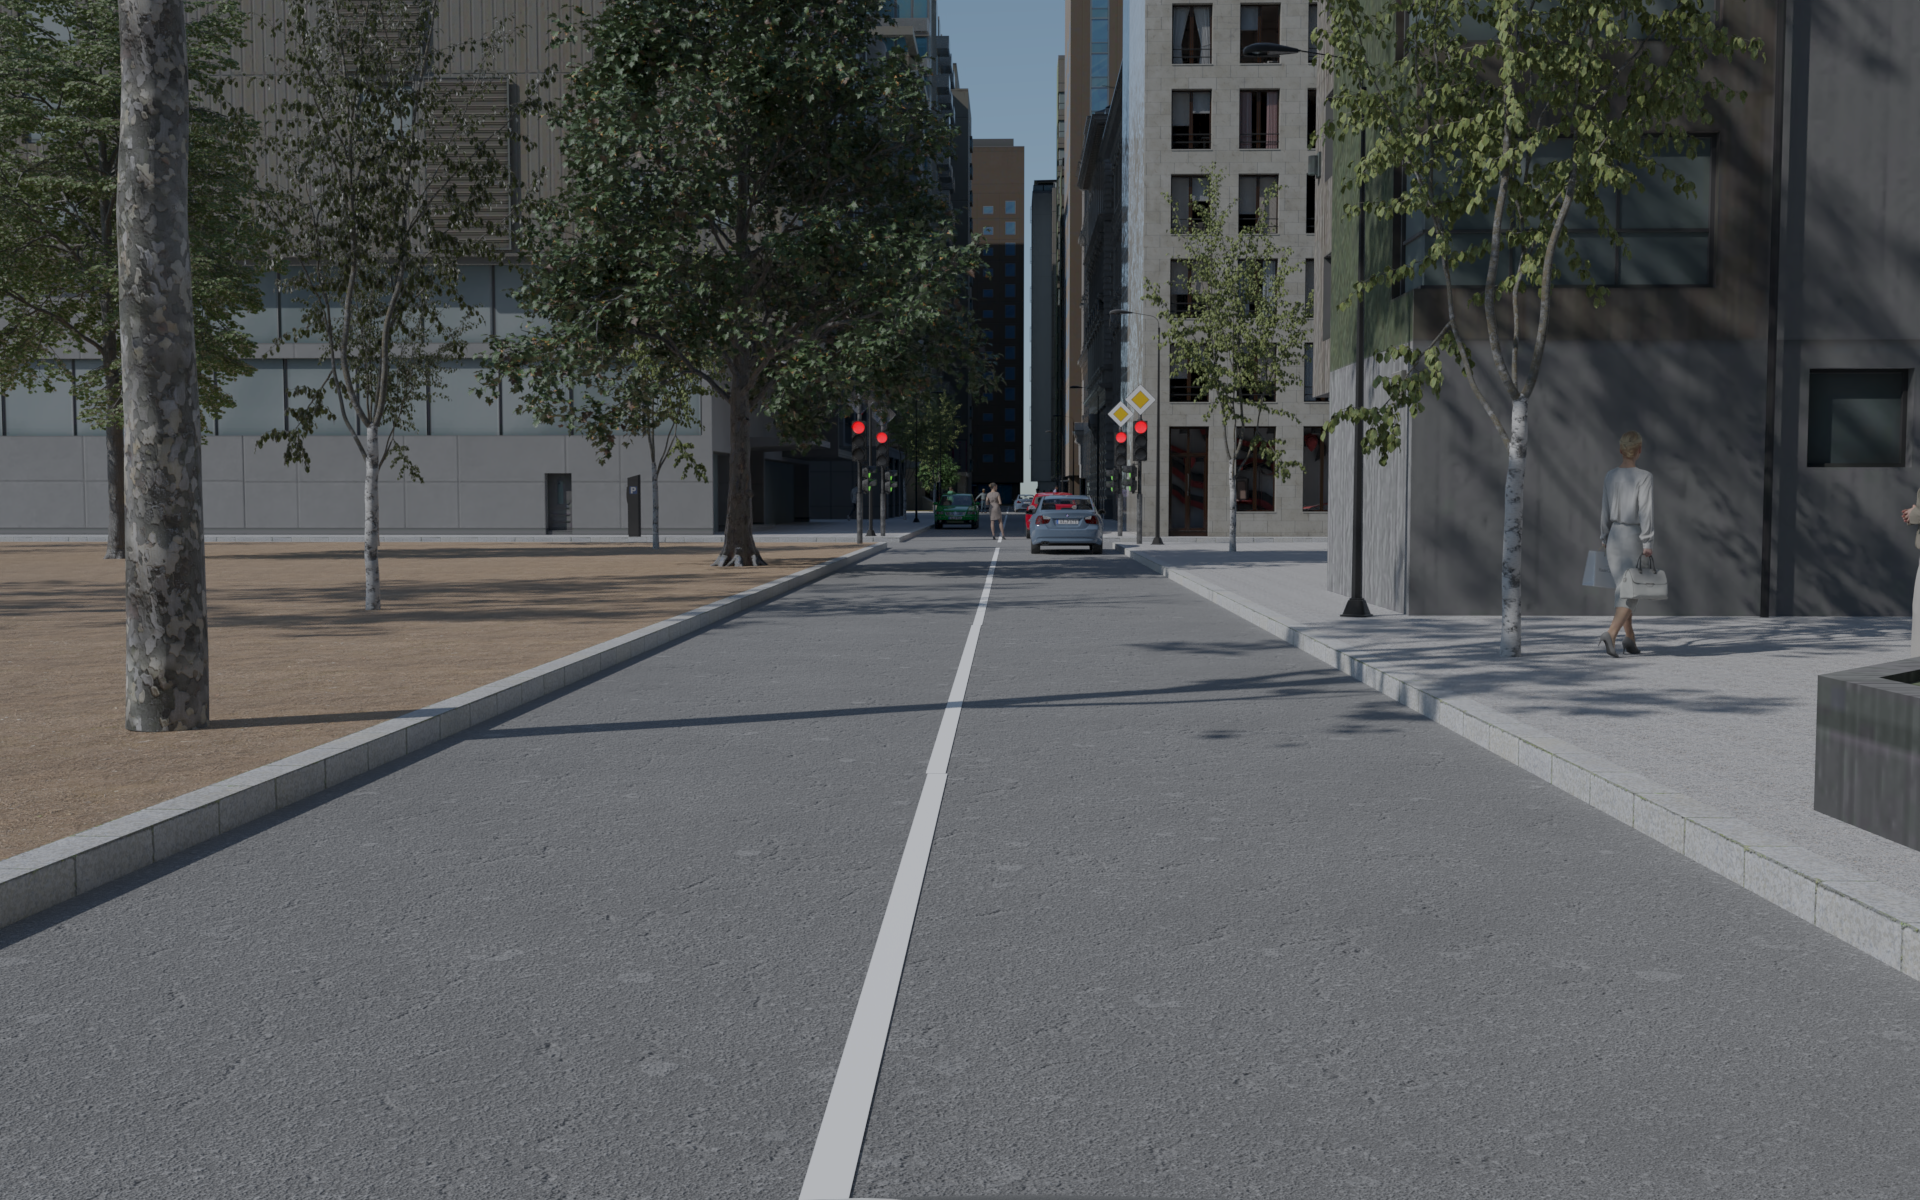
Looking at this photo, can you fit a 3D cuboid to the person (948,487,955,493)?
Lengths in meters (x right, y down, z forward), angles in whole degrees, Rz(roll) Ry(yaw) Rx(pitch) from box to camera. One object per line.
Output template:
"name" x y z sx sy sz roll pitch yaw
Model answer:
"person" -0.662 -7.211 124.196 0.600 1.795 0.529 1 4 12

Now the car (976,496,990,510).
"car" 2.102 -7.803 140.167 1.945 1.354 3.894 0 4 3

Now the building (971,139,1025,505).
"building" 0.915 -34.721 217.806 14.200 45.320 14.600 0 4 2

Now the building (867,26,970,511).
"building" -15.450 -27.416 140.125 32.217 40.220 23.993 0 4 2

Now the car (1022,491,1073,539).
"car" 3.095 -2.938 57.081 2.155 1.783 4.494 0 4 4

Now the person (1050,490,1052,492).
"person" 8.526 -9.526 162.723 0.436 1.711 0.756 -2 4 -32

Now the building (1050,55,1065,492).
"building" 16.133 -29.445 165.025 14.154 41.232 14.086 0 4 2

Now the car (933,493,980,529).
"car" -0.123 -3.867 72.017 1.959 1.807 4.718 0 4 2

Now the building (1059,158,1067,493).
"building" 15.654 -23.213 151.238 14.160 30.474 14.107 0 4 2

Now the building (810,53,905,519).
"building" -13.576 -40.248 96.313 20.563 71.187 20.611 0 4 2

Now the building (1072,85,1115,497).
"building" 14.752 -20.227 116.620 13.634 28.700 20.117 0 4 2

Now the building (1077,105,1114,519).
"building" 12.359 -16.343 96.090 11.050 23.489 19.941 0 4 2

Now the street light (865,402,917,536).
"street light" -2.168 -4.889 52.482 1.470 5.913 1.316 0 4 2

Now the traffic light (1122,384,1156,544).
"traffic light" 4.592 -3.393 44.402 0.839 4.253 0.868 0 4 2

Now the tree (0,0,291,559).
"tree" -17.063 -7.106 34.306 7.486 12.596 7.792 0 3 0

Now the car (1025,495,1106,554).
"car" 2.610 -1.878 42.714 2.014 1.417 4.499 0 4 3

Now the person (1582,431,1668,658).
"person" 5.236 -0.447 13.698 0.624 1.780 0.694 -1 4 -18

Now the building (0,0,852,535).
"building" -18.416 -29.099 65.014 28.713 52.752 27.495 0 4 2

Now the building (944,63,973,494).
"building" -9.472 -34.811 192.856 21.600 48.544 21.300 0 4 2

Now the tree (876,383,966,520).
"tree" -2.550 -8.200 84.427 4.737 8.622 4.395 0 3 0

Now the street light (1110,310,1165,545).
"street light" 4.467 -4.356 43.754 1.470 5.913 1.316 0 4 2

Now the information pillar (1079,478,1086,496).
"information pillar" 5.527 -4.491 77.926 0.304 2.012 0.304 0 4 1

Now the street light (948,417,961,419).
"street light" -0.623 -8.031 103.854 1.470 5.913 1.316 0 4 2

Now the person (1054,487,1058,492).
"person" 7.272 -7.549 129.339 0.599 1.838 0.709 0 4 -2

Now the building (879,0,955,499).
"building" -11.848 -33.481 167.022 23.786 49.044 30.456 0 4 2

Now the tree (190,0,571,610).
"tree" -6.490 -4.210 19.202 4.360 8.622 3.978 0 3 0

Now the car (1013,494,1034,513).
"car" 5.126 -7.540 135.275 2.014 1.417 4.499 0 3 0

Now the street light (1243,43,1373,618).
"street light" 3.617 -2.780 18.000 1.470 5.913 1.316 0 4 2

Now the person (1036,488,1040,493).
"person" 4.672 -5.714 102.271 0.721 1.781 0.623 -3 4 -36

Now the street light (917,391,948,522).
"street light" -1.434 -6.460 78.169 1.470 5.913 1.316 0 4 2

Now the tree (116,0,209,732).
"tree" -5.554 -9.413 9.787 12.611 20.169 13.585 0 3 0

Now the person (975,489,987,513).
"person" 1.796 -7.472 130.746 1.350 1.814 0.705 -1 4 -12

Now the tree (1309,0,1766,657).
"tree" 4.441 -3.872 13.663 4.737 8.622 4.395 0 3 0

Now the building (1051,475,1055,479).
"building" 22.044 -34.714 187.187 23.786 49.044 30.456 0 4 2

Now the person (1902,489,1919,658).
"person" 6.206 -0.273 11.051 0.362 1.759 0.519 2 4 30

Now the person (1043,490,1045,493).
"person" 9.685 -11.775 199.277 1.217 1.736 0.721 0 4 -5

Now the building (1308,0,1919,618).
"building" 11.958 -15.430 23.977 14.160 30.474 14.107 0 4 2

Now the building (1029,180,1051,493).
"building" 15.893 -32.692 218.107 14.086 41.232 14.154 0 4 2

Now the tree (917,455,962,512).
"tree" -1.583 -8.726 126.382 4.285 4.588 4.351 0 3 0

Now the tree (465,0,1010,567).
"tree" -3.836 -6.954 30.707 9.611 12.733 9.660 0 3 0

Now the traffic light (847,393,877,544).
"traffic light" -2.567 -3.406 44.602 0.839 4.253 0.868 0 4 2

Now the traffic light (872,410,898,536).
"traffic light" -2.326 -3.894 52.583 0.839 4.253 0.868 0 4 2

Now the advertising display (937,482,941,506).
"advertising display" -1.120 -5.262 91.255 0.123 1.923 0.974 0 4 5

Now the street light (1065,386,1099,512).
"street light" 5.381 -6.227 74.350 1.470 5.913 1.316 0 4 2

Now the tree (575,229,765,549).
"tree" -6.900 -5.498 40.249 4.737 8.622 4.395 0 3 0

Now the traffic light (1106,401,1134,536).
"traffic light" 4.833 -3.882 52.384 0.839 4.253 0.868 0 4 2

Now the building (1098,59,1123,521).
"building" 12.332 -14.645 75.600 11.583 22.565 21.152 0 4 2

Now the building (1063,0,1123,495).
"building" 15.330 -29.743 136.405 14.600 45.320 14.200 0 4 2

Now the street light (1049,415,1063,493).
"street light" 6.095 -7.875 101.297 1.470 5.913 1.316 0 4 2

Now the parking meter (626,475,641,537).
"parking meter" -9.780 -2.826 51.914 0.399 1.863 0.255 0 4 0

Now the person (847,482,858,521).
"person" -4.975 -4.670 82.245 0.795 1.843 0.661 -3 5 -42

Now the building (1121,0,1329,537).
"building" 14.022 -12.331 56.361 16.860 20.320 10.420 0 4 2

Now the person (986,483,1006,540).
"person" 1.131 -2.785 54.373 0.599 1.781 0.374 1 4 20

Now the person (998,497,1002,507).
"person" 4.102 -10.652 185.884 0.991 1.433 0.599 -1 4 -14
